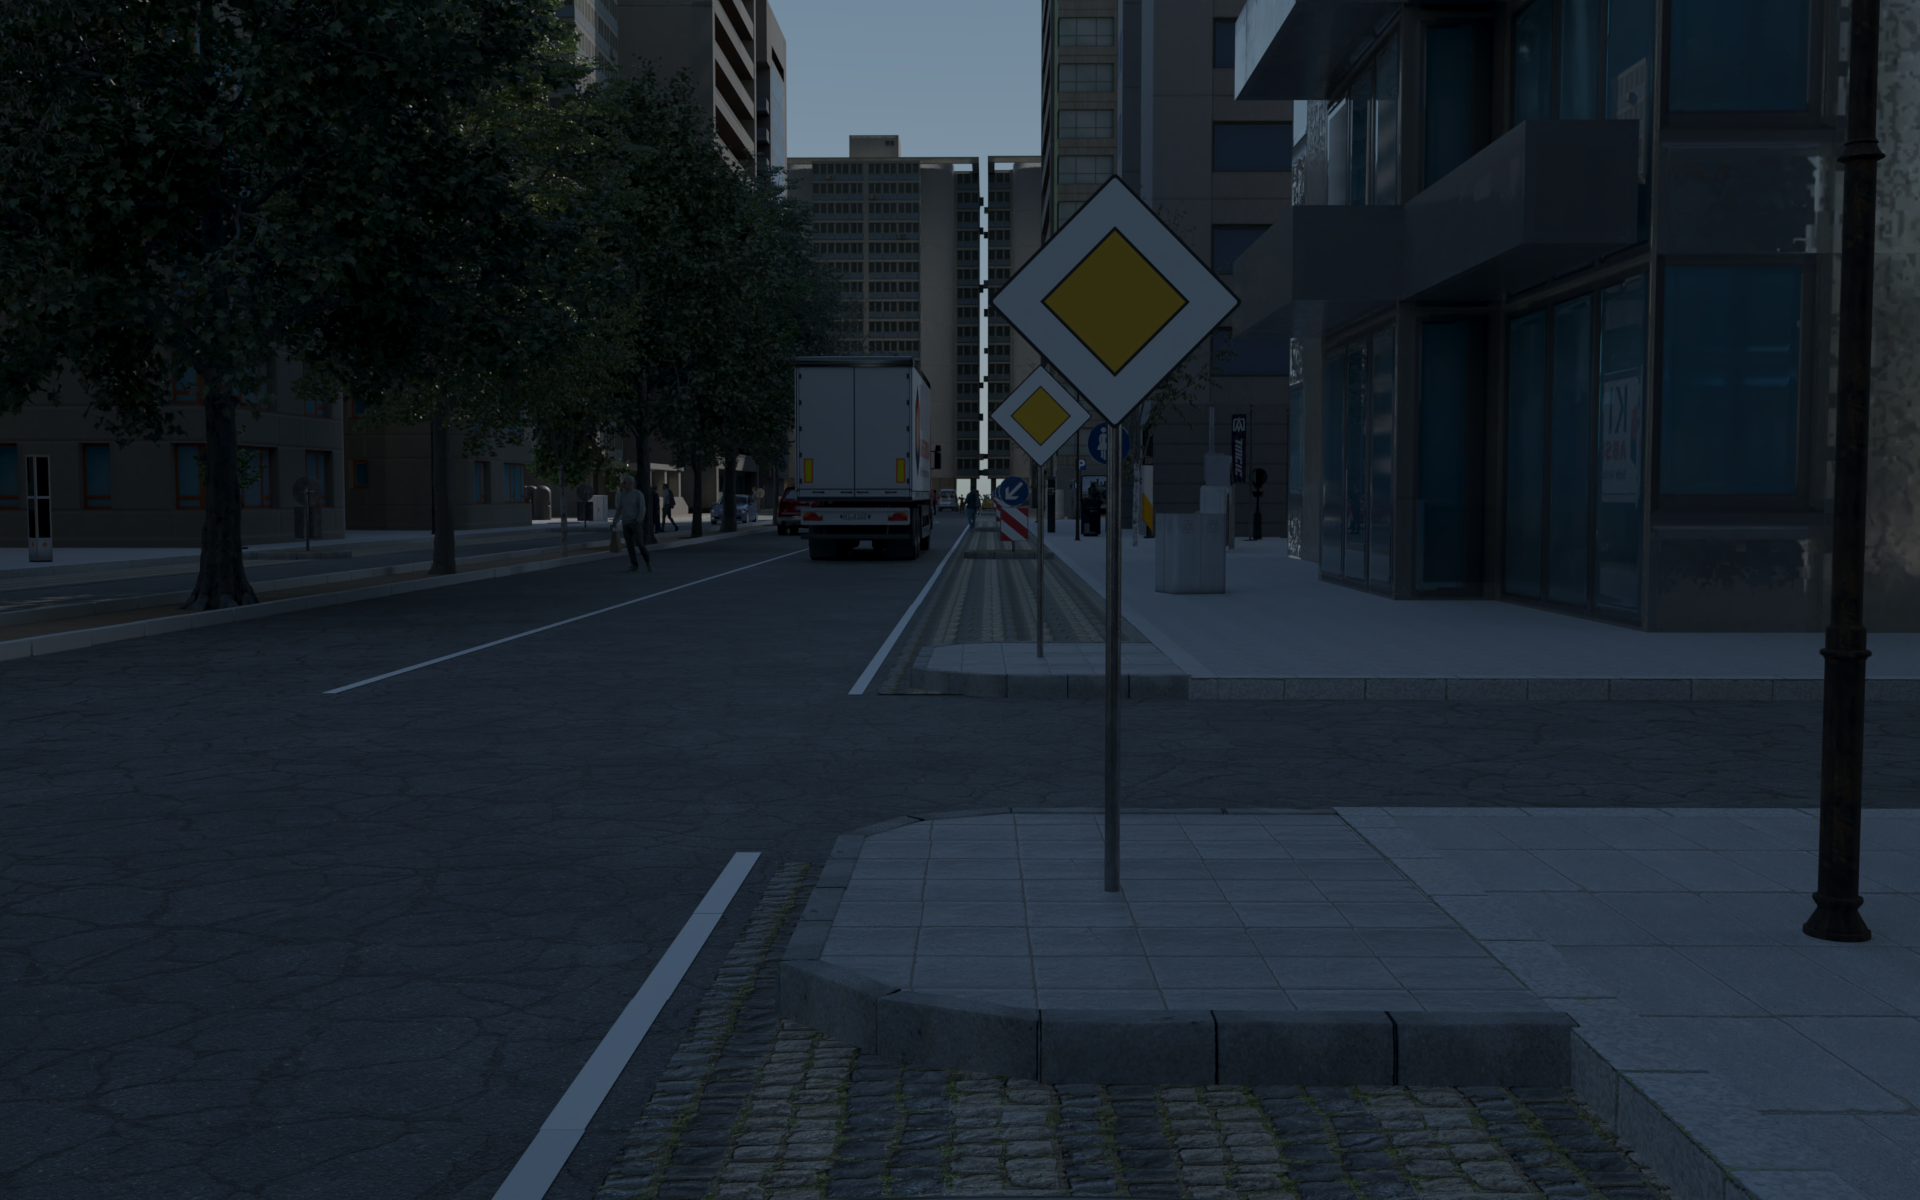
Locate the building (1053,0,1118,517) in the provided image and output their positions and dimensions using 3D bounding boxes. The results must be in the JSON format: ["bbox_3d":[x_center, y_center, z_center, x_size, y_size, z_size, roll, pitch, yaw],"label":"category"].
[{"bbox_3d":[12.581,-25.664,103.208,14.154,41.232,14.086,0,4,1],"label":"building"}]

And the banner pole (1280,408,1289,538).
[{"bbox_3d":[9.743,-3.684,50.255,0.863,3.779,0.401,1,4,13],"label":"banner pole"}]

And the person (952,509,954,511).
[{"bbox_3d":[-0.557,-8.386,148.849,0.421,1.427,0.697,2,4,35],"label":"person"}]

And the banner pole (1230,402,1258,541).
[{"bbox_3d":[7.791,-3.520,47.568,0.863,3.779,0.401,3,5,39],"label":"banner pole"}]

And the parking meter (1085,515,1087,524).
[{"bbox_3d":[5.469,-4.269,75.502,0.399,1.863,0.255,-3,5,-44],"label":"parking meter"}]

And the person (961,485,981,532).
[{"bbox_3d":[0.452,-3.413,64.655,0.623,1.781,0.721,-3,5,-41],"label":"person"}]

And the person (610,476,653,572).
[{"bbox_3d":[-6.092,-1.403,31.920,0.782,1.767,0.515,2,4,26],"label":"person"}]

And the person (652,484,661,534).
[{"bbox_3d":[-10.509,-3.095,59.526,0.576,1.772,0.534,2,4,24],"label":"person"}]

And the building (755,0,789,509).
[{"bbox_3d":[-23.375,-30.913,155.539,14.200,45.320,14.600,0,4,1],"label":"building"}]

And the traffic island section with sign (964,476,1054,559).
[{"bbox_3d":[1.089,-1.842,38.738,1.989,1.847,2.006,0,4,1],"label":"traffic island section with sign"}]

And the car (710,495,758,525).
[{"bbox_3d":[-10.762,-4.333,82.850,2.014,1.417,4.499,0,4,2],"label":"car"}]

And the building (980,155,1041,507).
[{"bbox_3d":[14.577,-30.411,189.104,23.993,40.220,32.217,0,4,1],"label":"building"}]

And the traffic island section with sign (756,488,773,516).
[{"bbox_3d":[-13.353,-6.544,115.623,1.989,1.847,2.006,0,4,1],"label":"traffic island section with sign"}]

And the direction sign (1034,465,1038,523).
[{"bbox_3d":[3.511,-5.229,77.486,0.379,3.537,0.876,0,4,-3],"label":"direction sign"}]

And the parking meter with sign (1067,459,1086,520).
[{"bbox_3d":[5.821,-5.564,87.239,0.543,3.016,1.738,-1,4,-14],"label":"parking meter with sign"}]

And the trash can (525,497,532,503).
[{"bbox_3d":[-21.058,-4.408,83.728,0.748,1.137,0.748,0,3,0],"label":"trash can"}]

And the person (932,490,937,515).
[{"bbox_3d":[-1.826,-6.708,118.853,0.721,1.739,1.217,0,4,5],"label":"person"}]

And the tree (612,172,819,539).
[{"bbox_3d":[-8.318,-7.753,54.970,9.928,11.665,9.643,0,3,0],"label":"tree"}]

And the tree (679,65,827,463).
[{"bbox_3d":[-8.276,-7.683,45.084,9.611,12.733,9.660,0,3,0],"label":"tree"}]

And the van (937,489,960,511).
[{"bbox_3d":[-0.970,-8.369,143.850,2.013,2.044,4.112,0,4,2],"label":"van"}]

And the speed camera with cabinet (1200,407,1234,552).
[{"bbox_3d":[5.745,-2.715,38.720,0.660,3.252,2.038,1,4,13],"label":"speed camera with cabinet"}]

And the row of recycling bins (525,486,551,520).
[{"bbox_3d":[-21.554,-4.855,86.486,1.069,1.692,3.534,-3,5,-42],"label":"row of recycling bins"}]

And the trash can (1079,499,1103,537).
[{"bbox_3d":[3.957,-2.491,52.380,0.748,1.137,0.748,0,3,0],"label":"trash can"}]

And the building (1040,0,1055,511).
[{"bbox_3d":[16.619,-30.425,121.157,21.300,48.544,21.600,0,4,1],"label":"building"}]

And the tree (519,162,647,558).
[{"bbox_3d":[-8.692,-5.192,37.713,4.737,8.622,4.395,0,3,0],"label":"tree"}]

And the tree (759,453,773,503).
[{"bbox_3d":[-16.451,-11.887,144.708,4.737,8.622,4.395,0,3,0],"label":"tree"}]

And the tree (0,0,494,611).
[{"bbox_3d":[-9.184,-6.231,21.343,9.611,12.733,9.660,0,3,0],"label":"tree"}]

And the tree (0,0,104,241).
[{"bbox_3d":[-9.567,-3.766,14.400,4.360,8.622,3.978,0,3,0],"label":"tree"}]

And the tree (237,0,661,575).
[{"bbox_3d":[-9.282,-6.745,30.872,7.486,12.596,7.792,0,3,0],"label":"tree"}]

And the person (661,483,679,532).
[{"bbox_3d":[-10.982,-3.458,65.143,0.850,1.850,0.679,1,4,14],"label":"person"}]

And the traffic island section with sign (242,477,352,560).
[{"bbox_3d":[-14.685,-1.826,38.478,1.989,1.847,2.006,0,4,1],"label":"traffic island section with sign"}]

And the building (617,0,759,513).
[{"bbox_3d":[-26.590,-30.600,124.010,21.300,48.544,21.600,0,4,1],"label":"building"}]

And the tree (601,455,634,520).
[{"bbox_3d":[-16.923,-5.556,85.446,1.663,3.219,1.824,0,3,0],"label":"tree"}]

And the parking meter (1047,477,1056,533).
[{"bbox_3d":[3.043,-3.176,57.642,0.255,1.863,0.399,0,4,6],"label":"parking meter"}]

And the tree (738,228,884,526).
[{"bbox_3d":[-8.153,-10.014,76.555,12.009,13.543,11.850,0,3,0],"label":"tree"}]

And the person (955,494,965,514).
[{"bbox_3d":[0.142,-6.968,125.681,1.065,1.426,0.557,0,4,0],"label":"person"}]

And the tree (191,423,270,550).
[{"bbox_3d":[-17.092,-2.782,40.092,1.663,3.219,1.824,0,3,0],"label":"tree"}]

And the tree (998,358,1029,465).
[{"bbox_3d":[4.327,-8.615,91.219,4.360,8.622,3.978,0,3,0],"label":"tree"}]

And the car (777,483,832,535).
[{"bbox_3d":[-5.290,-3.253,61.862,2.281,1.827,5.304,0,4,2],"label":"car"}]

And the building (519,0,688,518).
[{"bbox_3d":[-33.288,-25.010,100.802,32.217,40.220,23.993,0,4,1],"label":"building"}]

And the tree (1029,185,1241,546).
[{"bbox_3d":[4.534,-5.629,42.390,4.360,8.622,3.978,0,3,0],"label":"tree"}]

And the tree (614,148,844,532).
[{"bbox_3d":[-8.717,-9.527,64.880,9.857,13.997,8.962,0,3,0],"label":"tree"}]

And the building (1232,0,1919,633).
[{"bbox_3d":[19.263,-24.724,23.841,30.456,49.044,23.786,0,4,1],"label":"building"}]

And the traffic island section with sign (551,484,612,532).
[{"bbox_3d":[-14.228,-3.474,65.430,1.989,1.847,2.006,0,4,1],"label":"traffic island section with sign"}]

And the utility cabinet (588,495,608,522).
[{"bbox_3d":[-16.912,-4.264,80.876,1.020,1.237,0.306,2,4,34],"label":"utility cabinet"}]

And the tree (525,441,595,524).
[{"bbox_3d":[-17.351,-5.647,76.036,4.285,4.588,4.351,0,3,0],"label":"tree"}]

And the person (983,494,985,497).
[{"bbox_3d":[2.346,-8.706,154.025,0.799,1.438,0.628,0,4,6],"label":"person"}]

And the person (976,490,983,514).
[{"bbox_3d":[1.167,-6.863,121.498,1.217,1.735,0.721,-3,5,-42],"label":"person"}]

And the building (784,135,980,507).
[{"bbox_3d":[-9.403,-30.468,190.036,23.993,40.220,32.217,0,4,1],"label":"building"}]

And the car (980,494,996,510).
[{"bbox_3d":[2.760,-8.520,149.523,2.015,1.641,3.980,0,4,-1],"label":"car"}]

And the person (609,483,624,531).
[{"bbox_3d":[-12.783,-3.472,65.142,0.818,1.842,0.514,1,4,9],"label":"person"}]

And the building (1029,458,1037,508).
[{"bbox_3d":[17.490,-50.983,146.238,22.319,86.520,31.000,0,4,1],"label":"building"}]

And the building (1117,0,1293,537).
[{"bbox_3d":[16.399,-31.907,63.681,21.231,58.520,28.212,0,4,1],"label":"building"}]

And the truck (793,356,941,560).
[{"bbox_3d":[-2.020,-3.182,40.933,2.839,4.237,11.283,0,4,1],"label":"truck"}]

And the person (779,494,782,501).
[{"bbox_3d":[-11.812,-6.274,114.272,0.628,1.438,0.799,-3,5,-39],"label":"person"}]

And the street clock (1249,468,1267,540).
[{"bbox_3d":[8.384,-2.703,48.756,0.471,2.002,0.358,-1,4,-17],"label":"street clock"}]

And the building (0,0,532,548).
[{"bbox_3d":[-31.371,-12.854,55.201,27.650,21.520,28.899,0,4,1],"label":"building"}]

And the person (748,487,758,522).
[{"bbox_3d":[-10.498,-4.812,87.454,0.573,1.790,0.520,0,4,-7],"label":"person"}]
